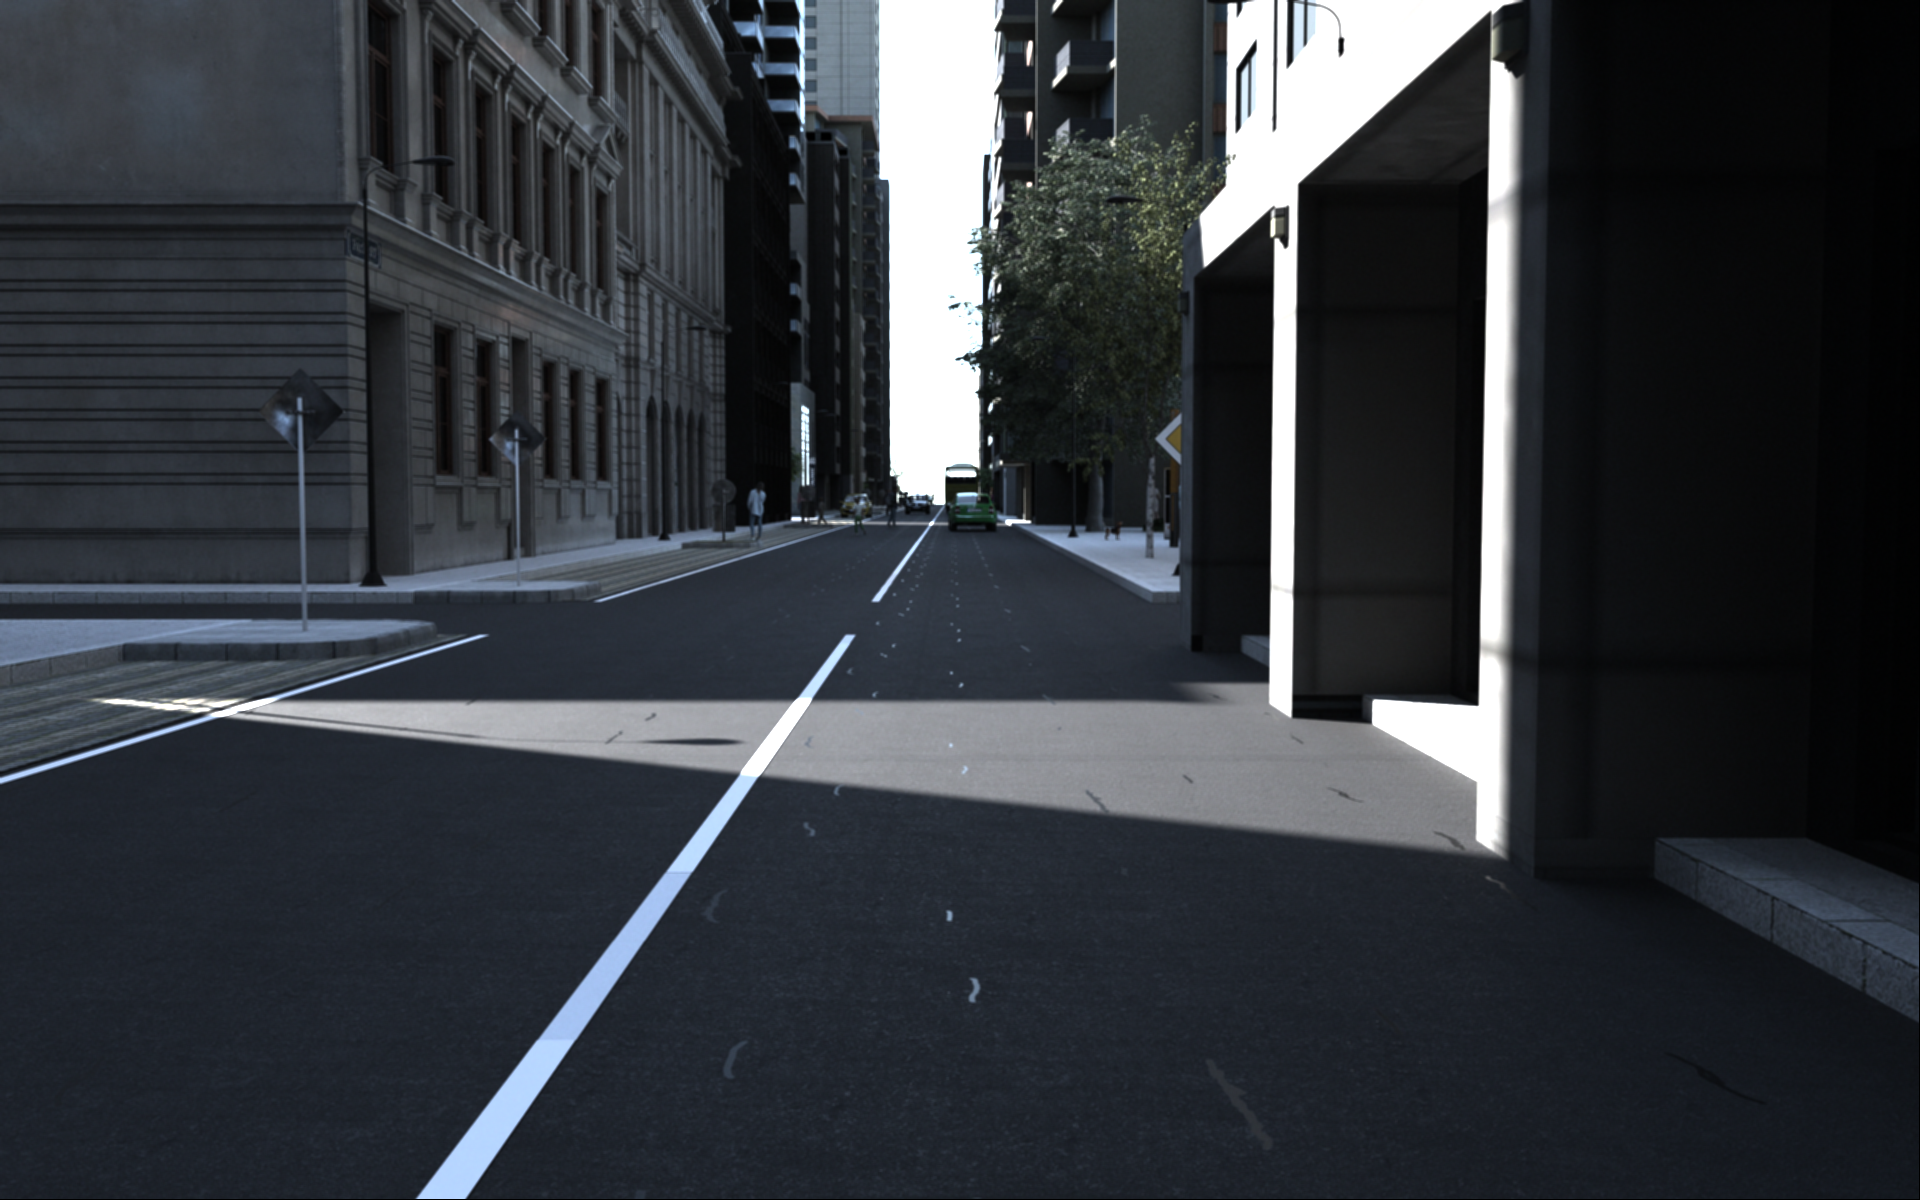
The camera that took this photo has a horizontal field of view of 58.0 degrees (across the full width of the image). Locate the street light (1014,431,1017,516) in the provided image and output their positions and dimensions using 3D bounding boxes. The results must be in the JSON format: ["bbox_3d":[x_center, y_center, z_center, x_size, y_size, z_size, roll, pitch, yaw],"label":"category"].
[{"bbox_3d":[2.739,-6.290,75.389,1.470,5.913,1.316,0,4,0],"label":"street light"}]

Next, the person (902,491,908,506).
[{"bbox_3d":[-6.325,-11.733,200.343,0.705,1.822,1.348,-3,4,-37],"label":"person"}]

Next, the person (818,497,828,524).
[{"bbox_3d":[-6.079,-3.862,75.918,0.640,1.303,0.475,0,4,5],"label":"person"}]

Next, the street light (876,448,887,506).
[{"bbox_3d":[-8.351,-12.277,173.265,1.470,5.913,1.316,0,4,0],"label":"street light"}]

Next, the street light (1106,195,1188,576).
[{"bbox_3d":[2.971,-3.337,27.100,1.470,5.913,1.316,0,4,0],"label":"street light"}]

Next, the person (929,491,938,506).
[{"bbox_3d":[-3.122,-11.818,202.247,1.217,1.766,0.721,-1,4,-15],"label":"person"}]

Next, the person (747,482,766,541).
[{"bbox_3d":[-6.155,-2.665,52.341,0.793,1.790,0.793,2,4,26],"label":"person"}]

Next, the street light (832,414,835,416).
[{"bbox_3d":[-7.990,-7.846,100.817,1.470,5.913,1.316,0,4,0],"label":"street light"}]

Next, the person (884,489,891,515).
[{"bbox_3d":[-4.766,-6.684,118.337,0.990,1.755,0.434,-3,5,-40],"label":"person"}]

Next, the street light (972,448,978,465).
[{"bbox_3d":[2.355,-13.084,186.461,1.470,5.913,1.316,0,4,0],"label":"street light"}]

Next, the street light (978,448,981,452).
[{"bbox_3d":[2.508,-10.922,151.109,1.470,5.913,1.316,0,4,0],"label":"street light"}]

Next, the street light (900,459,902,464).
[{"bbox_3d":[-8.367,-15.884,232.247,1.470,5.913,1.316,0,4,0],"label":"street light"}]

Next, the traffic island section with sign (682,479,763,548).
[{"bbox_3d":[-6.302,-2.300,46.231,1.989,1.847,2.006,0,4,0],"label":"traffic island section with sign"}]

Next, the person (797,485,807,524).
[{"bbox_3d":[-7.005,-4.183,76.902,0.555,1.821,0.388,-3,5,-40],"label":"person"}]

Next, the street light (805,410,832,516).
[{"bbox_3d":[-8.015,-7.550,95.983,1.470,5.913,1.316,0,4,0],"label":"street light"}]

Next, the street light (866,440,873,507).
[{"bbox_3d":[-8.235,-10.768,148.594,1.470,5.913,1.316,0,4,0],"label":"street light"}]

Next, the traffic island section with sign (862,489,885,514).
[{"bbox_3d":[-6.617,-7.057,124.015,1.989,1.847,2.006,0,4,0],"label":"traffic island section with sign"}]

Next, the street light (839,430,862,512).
[{"bbox_3d":[-7.992,-9.307,124.706,1.470,5.913,1.316,0,4,0],"label":"street light"}]

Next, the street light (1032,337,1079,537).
[{"bbox_3d":[2.822,-4.815,51.264,1.470,5.913,1.316,0,4,0],"label":"street light"}]

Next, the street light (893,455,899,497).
[{"bbox_3d":[-8.406,-14.393,207.858,1.470,5.913,1.316,0,4,0],"label":"street light"}]

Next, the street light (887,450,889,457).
[{"bbox_3d":[-8.286,-12.931,183.970,1.470,5.913,1.316,0,4,0],"label":"street light"}]

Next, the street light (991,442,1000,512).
[{"bbox_3d":[2.674,-7.999,103.332,1.470,5.913,1.316,0,4,0],"label":"street light"}]

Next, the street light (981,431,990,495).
[{"bbox_3d":[2.510,-9.461,127.220,1.470,5.913,1.316,0,4,0],"label":"street light"}]

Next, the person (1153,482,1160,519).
[{"bbox_3d":[7.289,-3.596,65.177,0.599,1.781,0.374,-2,4,-32],"label":"person"}]

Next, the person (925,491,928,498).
[{"bbox_3d":[-4.099,-12.338,210.243,0.705,1.823,1.348,1,4,21],"label":"person"}]

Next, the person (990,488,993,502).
[{"bbox_3d":[2.763,-8.655,147.686,0.705,1.807,1.348,0,4,2],"label":"person"}]

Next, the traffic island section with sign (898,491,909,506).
[{"bbox_3d":[-7.077,-13.770,233.773,1.989,1.847,2.006,0,4,0],"label":"traffic island section with sign"}]

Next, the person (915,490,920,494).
[{"bbox_3d":[-3.672,-8.681,150.528,1.348,1.812,0.705,0,4,5],"label":"person"}]

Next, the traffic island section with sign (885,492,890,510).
[{"bbox_3d":[-6.730,-8.706,150.970,1.989,1.847,2.006,0,4,0],"label":"traffic island section with sign"}]

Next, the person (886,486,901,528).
[{"bbox_3d":[-2.841,-3.994,74.156,0.721,1.781,0.623,-1,4,-9],"label":"person"}]

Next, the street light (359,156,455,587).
[{"bbox_3d":[-7.644,-3.145,23.963,1.470,5.913,1.316,0,4,0],"label":"street light"}]

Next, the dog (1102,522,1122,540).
[{"bbox_3d":[4.262,-1.930,48.390,0.406,0.507,0.540,2,4,26],"label":"dog"}]

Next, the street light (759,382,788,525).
[{"bbox_3d":[-7.831,-6.089,72.094,1.470,5.913,1.316,0,4,0],"label":"street light"}]

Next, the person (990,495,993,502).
[{"bbox_3d":[2.854,-8.397,146.556,0.991,1.433,0.599,0,4,-4],"label":"person"}]

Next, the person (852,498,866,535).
[{"bbox_3d":[-3.527,-2.923,60.535,0.590,1.304,0.306,3,5,45],"label":"person"}]

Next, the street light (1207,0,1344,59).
[{"bbox_3d":[2.961,-2.662,16.073,1.470,5.913,1.316,0,4,0],"label":"street light"}]

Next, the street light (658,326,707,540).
[{"bbox_3d":[-7.669,-4.611,47.929,1.470,5.913,1.316,0,4,0],"label":"street light"}]

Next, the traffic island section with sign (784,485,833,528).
[{"bbox_3d":[-6.405,-3.970,73.545,1.989,1.847,2.006,0,4,0],"label":"traffic island section with sign"}]
